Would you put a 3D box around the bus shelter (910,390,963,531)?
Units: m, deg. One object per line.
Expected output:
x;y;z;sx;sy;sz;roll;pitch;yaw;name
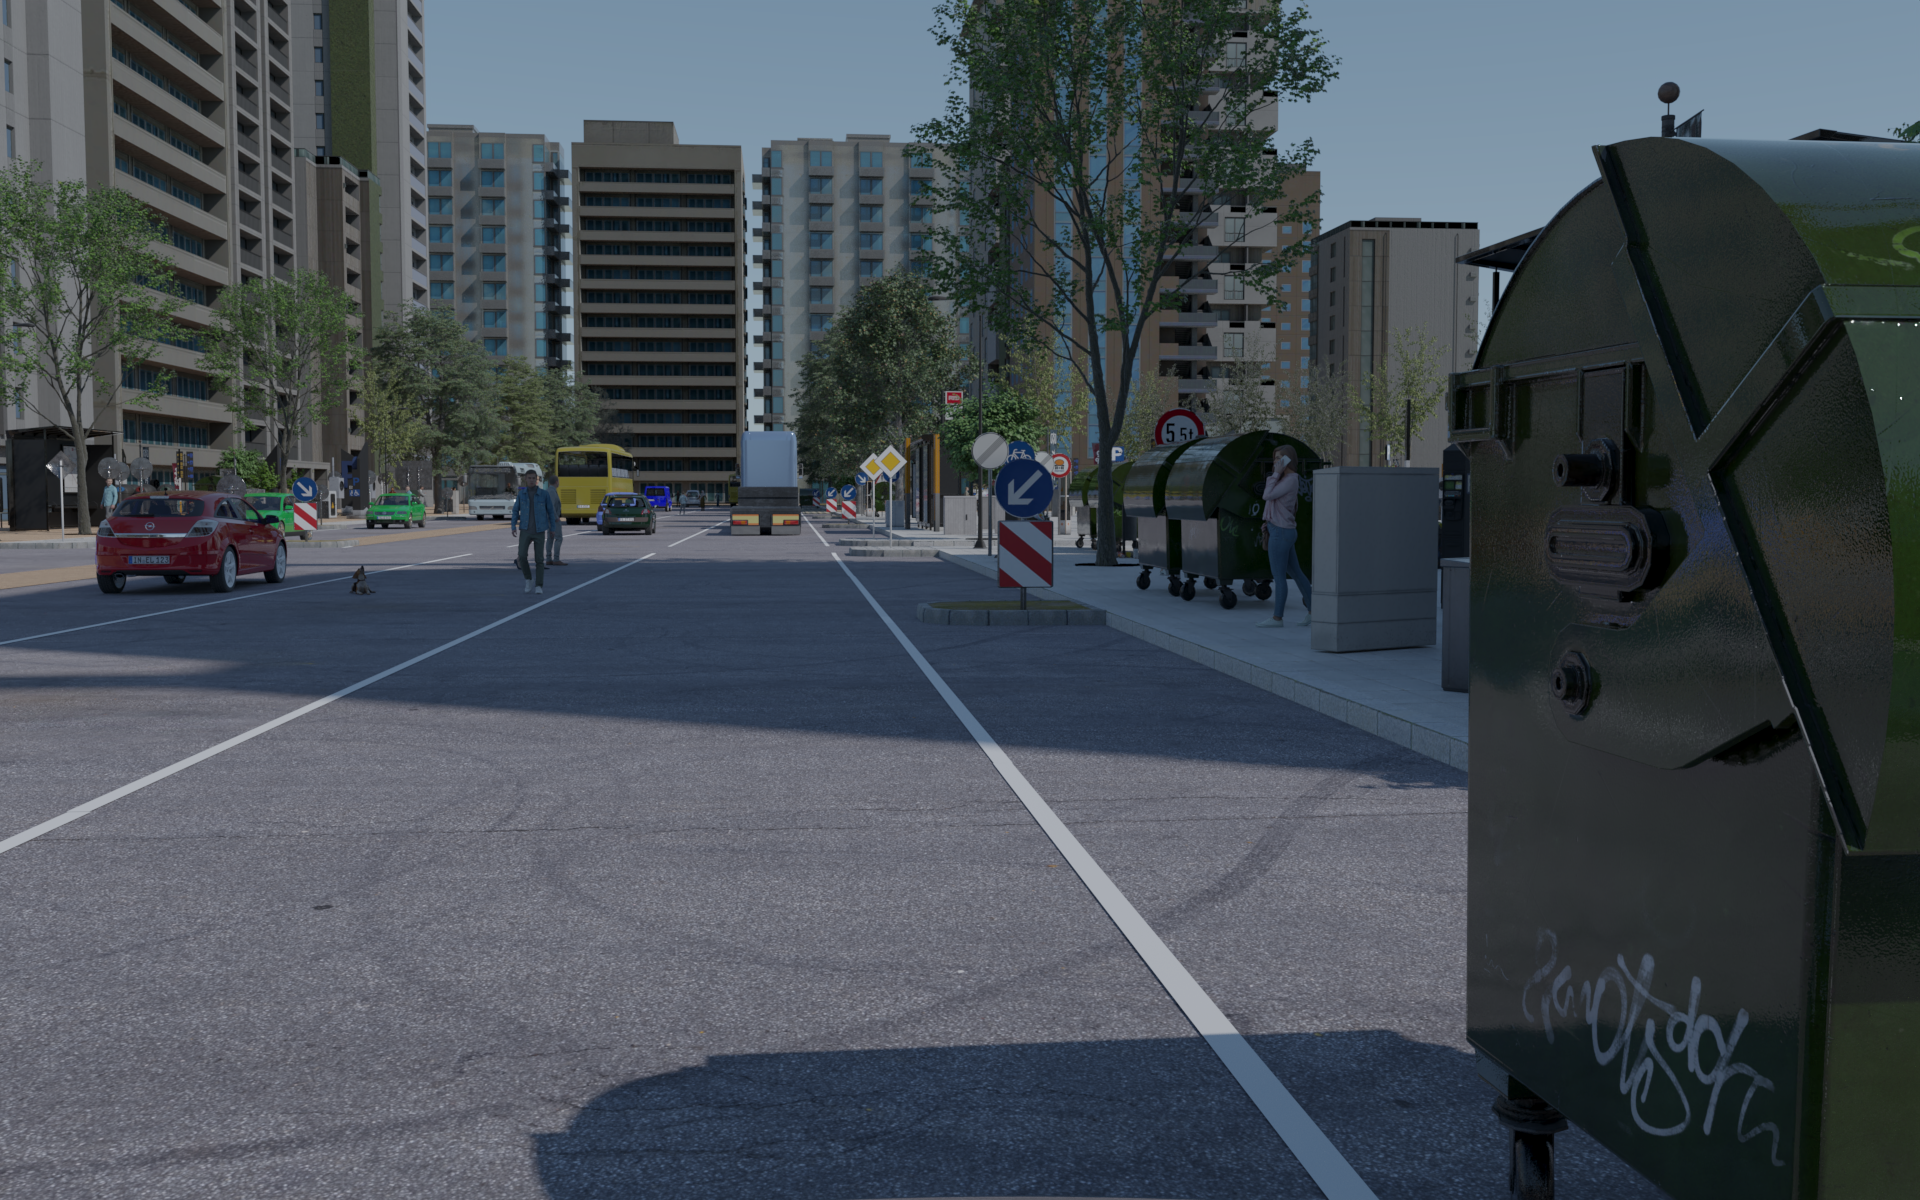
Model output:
-0.693;-5.329;64.754;2.179;5.291;8.768;0;4;-6;bus shelter

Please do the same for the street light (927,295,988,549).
-0.062;-4.169;40.705;1.470;5.913;1.316;0;4;-6;street light

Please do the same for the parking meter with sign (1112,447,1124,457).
5.651;-4.165;64.364;0.543;3.016;1.738;0;4;-6;parking meter with sign

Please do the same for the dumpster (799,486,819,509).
-14.685;-10.022;168.802;1.985;2.255;1.502;0;4;-5;dumpster

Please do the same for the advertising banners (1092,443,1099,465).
5.398;-3.814;58.540;2.074;3.025;0.090;2;4;28;advertising banners

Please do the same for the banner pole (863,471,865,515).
-5.698;-6.960;103.810;0.401;3.779;0.863;-1;4;-16;banner pole

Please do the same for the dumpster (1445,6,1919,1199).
1.961;0.123;2.944;1.985;2.255;1.502;0;4;-7;dumpster

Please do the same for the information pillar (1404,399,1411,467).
11.077;-3.154;42.923;0.183;3.616;0.504;1;4;9;information pillar

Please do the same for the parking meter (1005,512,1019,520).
1.237;-2.103;40.097;0.399;1.863;0.255;2;4;28;parking meter

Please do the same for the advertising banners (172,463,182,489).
-43.182;-6.184;97.298;2.074;3.025;0.090;0;4;-3;advertising banners

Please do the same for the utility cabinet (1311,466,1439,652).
3.416;-0.342;14.265;1.173;1.500;0.318;-2;4;-34;utility cabinet

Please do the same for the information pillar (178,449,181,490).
-40.272;-5.999;89.435;0.183;3.616;0.504;-2;4;-24;information pillar

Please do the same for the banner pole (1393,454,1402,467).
27.390;-7.237;108.345;0.401;3.779;0.863;-3;4;-38;banner pole

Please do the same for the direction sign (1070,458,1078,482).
7.011;-7.121;108.422;0.876;3.537;0.379;-1;4;-23;direction sign

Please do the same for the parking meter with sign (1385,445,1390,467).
15.826;-3.948;60.803;1.738;3.016;0.543;1;4;23;parking meter with sign

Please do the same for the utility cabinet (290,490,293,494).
-34.047;-4.938;89.418;0.318;1.500;1.173;1;4;22;utility cabinet

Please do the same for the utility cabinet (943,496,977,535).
0.002;-2.657;54.603;1.020;1.237;0.306;0;4;-7;utility cabinet

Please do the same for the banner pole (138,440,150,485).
-37.925;-5.536;80.528;0.401;3.779;0.863;1;4;11;banner pole

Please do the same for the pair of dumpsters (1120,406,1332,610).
3.188;-1.143;21.190;1.574;2.255;4.437;0;4;-6;pair of dumpsters

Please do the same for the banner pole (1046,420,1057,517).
3.098;-4.216;58.956;0.401;3.779;0.863;2;4;33;banner pole

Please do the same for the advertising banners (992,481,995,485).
1.953;-4.022;61.948;2.074;3.025;0.090;0;4;3;advertising banners

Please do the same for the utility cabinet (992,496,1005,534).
1.630;-2.737;55.908;1.020;1.237;0.306;0;4;2;utility cabinet

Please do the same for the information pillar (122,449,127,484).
-43.302;-6.020;89.785;0.183;3.616;0.504;-1;4;-11;information pillar

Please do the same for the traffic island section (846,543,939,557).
-1.593;-1.143;40.963;2.009;0.180;2.903;0;4;-6;traffic island section

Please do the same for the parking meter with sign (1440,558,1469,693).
3.917;-0.938;11.603;1.738;3.016;0.543;-3;5;-40;parking meter with sign

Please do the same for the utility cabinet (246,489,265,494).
-33.437;-4.470;81.755;1.173;1.500;0.318;-1;4;-9;utility cabinet

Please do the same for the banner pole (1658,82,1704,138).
4.284;-1.247;10.404;0.401;3.779;0.863;0;4;6;banner pole

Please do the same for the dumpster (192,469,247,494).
-28.438;-3.914;66.485;1.502;2.255;1.985;0;4;-6;dumpster

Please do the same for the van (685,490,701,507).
-28.765;-11.010;187.023;2.013;2.044;4.112;0;4;-6;van

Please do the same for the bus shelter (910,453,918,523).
-1.118;-4.944;74.761;2.014;3.302;5.546;0;4;-6;bus shelter

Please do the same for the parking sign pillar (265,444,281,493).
-37.043;-6.432;93.633;1.447;3.967;1.447;3;4;37;parking sign pillar

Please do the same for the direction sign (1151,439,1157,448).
8.018;-4.804;70.539;0.379;3.537;0.876;-2;4;-26;direction sign

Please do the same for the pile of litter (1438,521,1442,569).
8.058;-0.979;29.965;1.719;0.858;1.176;0;4;8;pile of litter

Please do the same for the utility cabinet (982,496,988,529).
1.301;-3.189;63.303;1.020;1.237;0.306;1;4;9;utility cabinet

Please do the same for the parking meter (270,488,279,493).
-30.065;-4.134;75.997;0.372;1.533;0.369;0;3;0;parking meter

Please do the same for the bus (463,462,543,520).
-25.672;-6.309;98.018;2.948;3.499;13.247;0;4;-7;bus

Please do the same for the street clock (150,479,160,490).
-39.205;-4.880;84.362;0.358;2.002;0.471;1;4;15;street clock

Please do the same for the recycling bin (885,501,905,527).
-2.540;-3.356;67.430;0.722;1.027;0.722;0;4;-6;recycling bin

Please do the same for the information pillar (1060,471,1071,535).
3.293;-3.058;54.490;0.304;2.012;0.304;3;4;37;information pillar

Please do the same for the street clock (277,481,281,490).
-35.795;-5.302;91.257;0.358;2.002;0.471;0;4;-1;street clock

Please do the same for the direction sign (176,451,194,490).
-41.049;-6.104;91.791;0.379;3.537;0.876;3;5;43;direction sign

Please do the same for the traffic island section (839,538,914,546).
-2.393;-1.629;48.908;2.009;0.180;2.903;0;4;-6;traffic island section

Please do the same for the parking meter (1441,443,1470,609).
5.563;-0.834;19.352;0.255;1.863;0.399;3;4;36;parking meter

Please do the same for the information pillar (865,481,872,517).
-5.194;-5.758;98.637;0.304;2.012;0.304;-1;4;-23;information pillar

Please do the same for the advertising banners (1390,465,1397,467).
25.327;-6.634;104.655;2.074;3.025;0.090;0;4;6;advertising banners

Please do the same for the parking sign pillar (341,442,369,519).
-30.856;-6.157;89.133;1.447;3.967;1.447;0;4;0;parking sign pillar

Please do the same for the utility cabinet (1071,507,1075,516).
6.173;-5.682;101.584;1.173;1.500;0.318;2;4;33;utility cabinet

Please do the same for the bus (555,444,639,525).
-17.596;-5.670;84.253;2.896;3.916;12.252;0;4;-5;bus

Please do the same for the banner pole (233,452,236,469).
-43.351;-6.950;103.649;0.401;3.779;0.863;-1;4;-13;banner pole

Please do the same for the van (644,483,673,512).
-24.442;-8.308;140.214;2.240;2.365;5.245;0;4;-5;van

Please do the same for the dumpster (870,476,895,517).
-4.171;-5.692;95.563;1.502;2.255;1.985;0;4;-6;dumpster

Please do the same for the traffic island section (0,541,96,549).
-24.225;-1.495;46.725;2.009;0.180;2.903;0;4;-6;traffic island section

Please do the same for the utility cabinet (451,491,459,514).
-32.435;-6.271;111.217;0.318;1.500;1.173;0;4;-7;utility cabinet

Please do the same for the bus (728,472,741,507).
-24.227;-12.295;192.567;2.896;3.916;12.252;0;4;-5;bus

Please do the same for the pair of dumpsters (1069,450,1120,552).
3.573;-2.236;39.053;1.574;2.255;4.437;0;4;-6;pair of dumpsters

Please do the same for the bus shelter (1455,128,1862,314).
6.080;-1.411;14.354;1.731;3.624;6.357;0;4;-6;bus shelter

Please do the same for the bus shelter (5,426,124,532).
-32.060;-4.341;62.257;1.731;3.624;6.357;0;4;-6;bus shelter

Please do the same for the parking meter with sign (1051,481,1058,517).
5.495;-6.161;96.987;0.543;3.016;1.738;2;4;27;parking meter with sign
